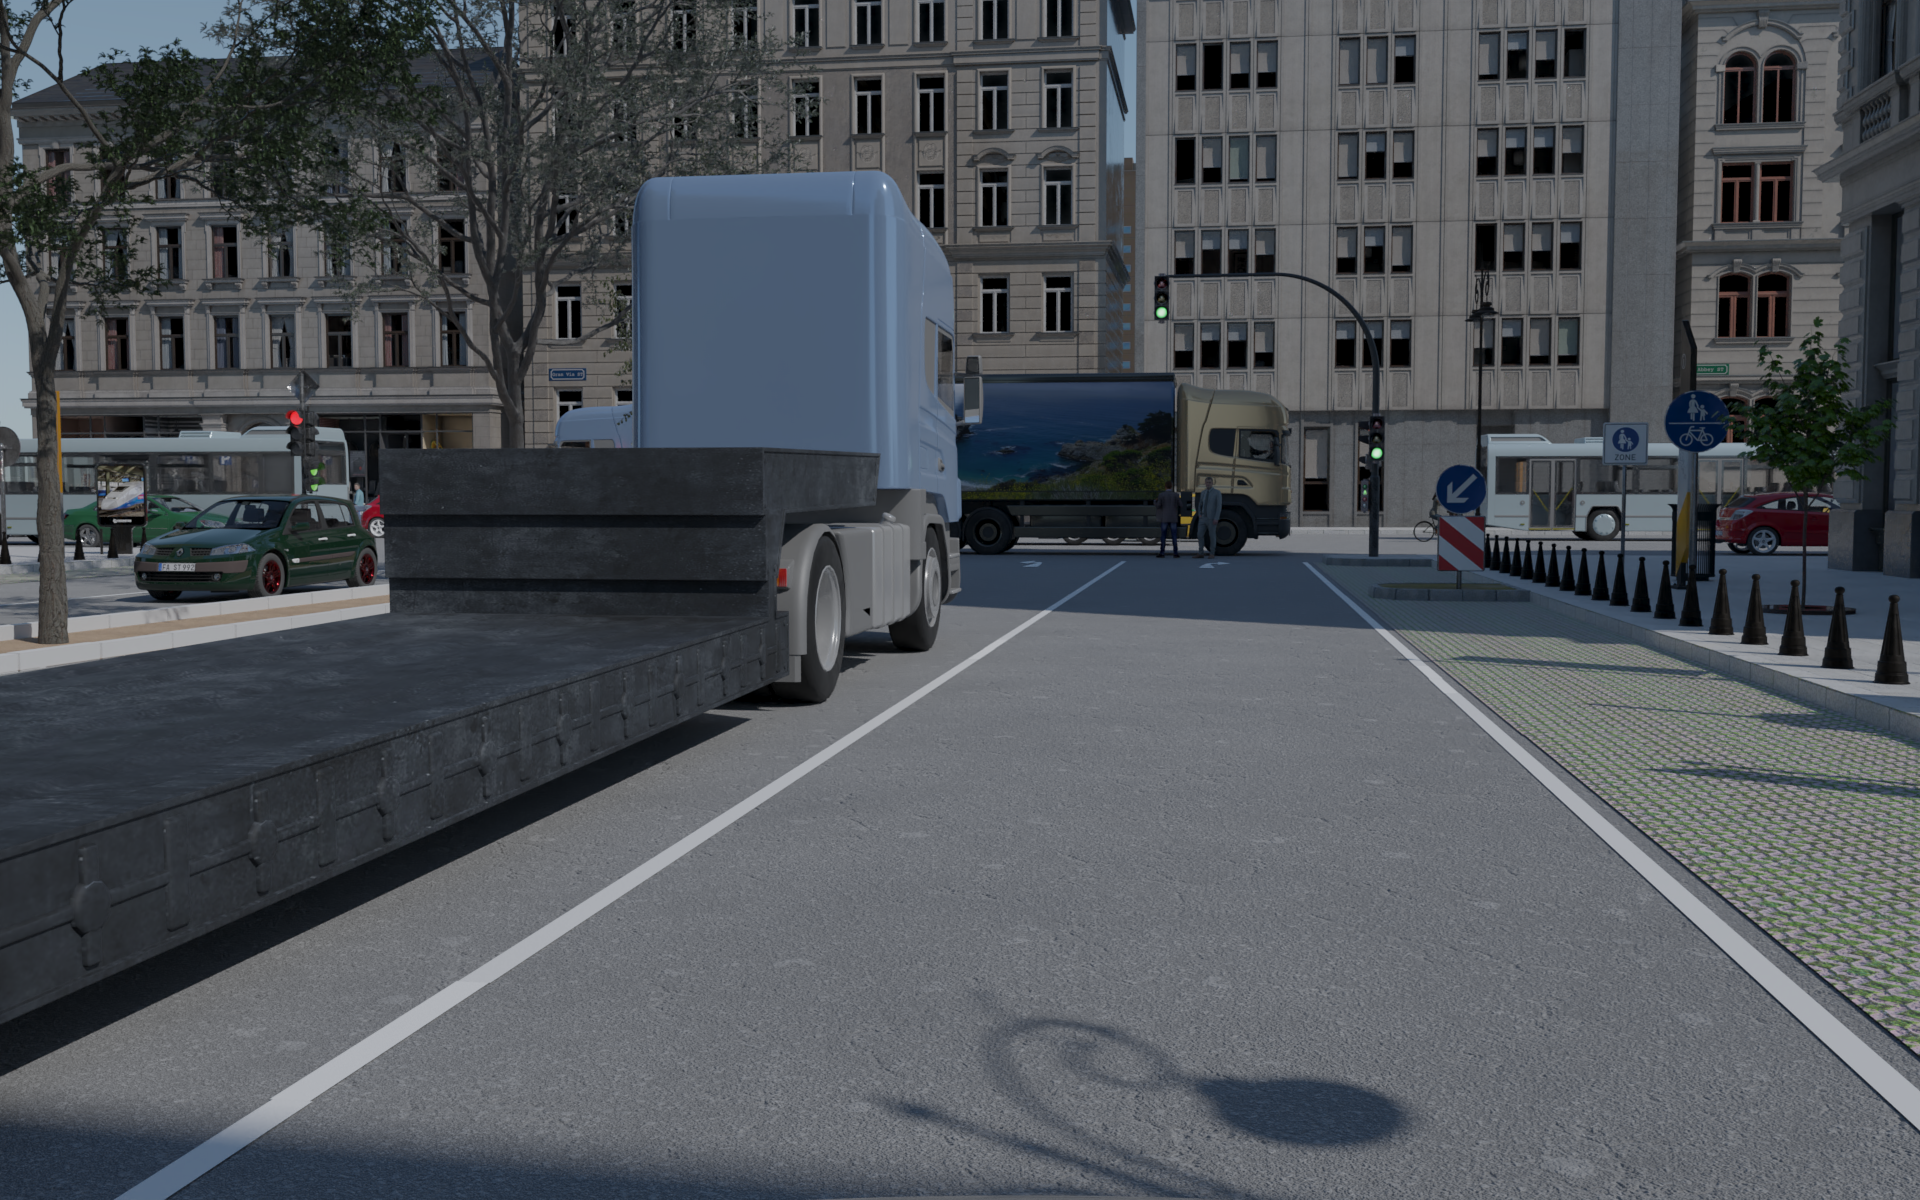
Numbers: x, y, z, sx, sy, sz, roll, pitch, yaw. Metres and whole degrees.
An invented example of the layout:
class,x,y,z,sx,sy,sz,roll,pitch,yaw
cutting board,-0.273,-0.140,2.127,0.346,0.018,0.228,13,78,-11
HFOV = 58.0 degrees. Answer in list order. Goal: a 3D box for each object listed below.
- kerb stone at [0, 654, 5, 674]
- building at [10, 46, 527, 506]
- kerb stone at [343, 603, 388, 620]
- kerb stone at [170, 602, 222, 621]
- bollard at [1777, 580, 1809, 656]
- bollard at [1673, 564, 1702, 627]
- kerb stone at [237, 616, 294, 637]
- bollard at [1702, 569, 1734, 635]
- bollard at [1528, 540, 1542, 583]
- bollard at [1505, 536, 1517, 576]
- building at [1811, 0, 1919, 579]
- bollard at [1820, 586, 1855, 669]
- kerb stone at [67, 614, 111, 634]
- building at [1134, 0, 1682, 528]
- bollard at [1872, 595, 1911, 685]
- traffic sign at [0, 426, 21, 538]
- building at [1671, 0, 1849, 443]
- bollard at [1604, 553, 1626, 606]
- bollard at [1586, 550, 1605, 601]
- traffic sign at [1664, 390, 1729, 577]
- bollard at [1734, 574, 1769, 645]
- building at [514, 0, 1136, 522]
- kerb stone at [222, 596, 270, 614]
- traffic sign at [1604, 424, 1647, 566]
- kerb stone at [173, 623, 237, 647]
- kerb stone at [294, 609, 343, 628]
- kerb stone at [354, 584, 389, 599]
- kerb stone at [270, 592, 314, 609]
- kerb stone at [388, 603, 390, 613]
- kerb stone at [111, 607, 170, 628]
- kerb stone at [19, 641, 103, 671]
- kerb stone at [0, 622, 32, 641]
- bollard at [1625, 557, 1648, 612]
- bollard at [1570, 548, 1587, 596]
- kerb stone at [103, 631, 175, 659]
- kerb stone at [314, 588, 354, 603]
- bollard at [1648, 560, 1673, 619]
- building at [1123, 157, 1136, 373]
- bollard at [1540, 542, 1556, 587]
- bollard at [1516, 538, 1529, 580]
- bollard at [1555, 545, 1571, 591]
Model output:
class,x,y,z,sx,sy,sz,roll,pitch,yaw
kerb stone,-7.733,0.537,13.481,0.120,0.150,1.000,1,4,9
building,-38.434,-13.952,79.027,40.483,20.767,10.553,1,4,9
kerb stone,-6.793,0.160,19.574,0.120,0.150,1.000,1,4,9
kerb stone,-8.865,0.138,19.932,0.120,0.150,1.000,1,4,9
bollard,6.637,0.138,13.780,0.229,0.601,0.229,0,3,0
bollard,7.107,-0.048,16.825,0.229,0.601,0.229,0,3,0
kerb stone,-7.098,0.284,17.546,0.120,0.150,1.000,1,4,9
bollard,6.956,0.014,15.810,0.229,0.601,0.229,0,3,0
bollard,8.376,-0.548,25.000,0.229,0.601,0.229,0,3,0
bollard,8.692,-0.672,27.029,0.229,0.601,0.229,0,3,0
building,18.292,-11.649,19.337,11.050,23.489,19.941,1,4,9
bollard,6.477,0.200,12.766,0.229,0.601,0.229,0,3,0
kerb stone,-9.175,0.265,17.904,0.120,0.150,1.000,1,4,9
building,17.502,-15.484,71.182,19.932,24.808,12.078,1,4,9
bollard,6.319,0.264,11.732,0.229,0.601,0.229,0,3,0
traffic sign,-18.012,-1.987,32.594,0.768,2.556,0.104,1,4,13
building,39.557,-17.266,69.687,23.554,28.519,14.401,1,4,9
bollard,7.581,-0.236,19.897,0.229,0.601,0.229,0,3,0
bollard,7.743,-0.298,20.911,0.229,0.601,0.229,0,3,0
traffic sign,9.045,-1.299,21.342,0.768,2.556,0.104,1,4,9
bollard,6.793,0.076,14.795,0.229,0.601,0.229,0,3,0
building,-5.333,-16.996,75.155,25.104,27.353,12.463,1,4,9
kerb stone,-8.701,0.077,20.947,0.120,0.150,1.000,1,4,9
traffic sign,9.505,-1.387,24.802,0.606,2.300,0.079,1,4,14
kerb stone,-7.263,0.346,16.533,0.120,0.150,1.000,1,4,9
kerb stone,-6.946,0.228,18.560,0.120,0.150,1.000,1,4,9
kerb stone,-8.224,-0.110,24.002,0.120,0.150,1.000,1,4,9
kerb stone,-8.547,0.014,21.968,0.120,0.150,1.000,1,4,9
kerb stone,-6.640,0.098,20.591,0.120,0.150,1.000,1,4,9
kerb stone,-9.015,0.203,18.917,0.120,0.150,1.000,1,4,9
kerb stone,-7.576,0.471,14.497,0.120,0.150,1.000,1,4,9
kerb stone,-9.333,0.328,16.881,0.120,0.150,1.000,1,4,9
bollard,7.424,-0.173,18.865,0.229,0.601,0.229,0,3,0
bollard,7.897,-0.360,21.927,0.229,0.601,0.229,0,3,0
kerb stone,-7.418,0.414,15.519,0.120,0.150,1.000,1,4,9
kerb stone,-8.383,-0.048,22.986,0.120,0.150,1.000,1,4,9
bollard,7.270,-0.111,17.849,0.229,0.601,0.229,0,3,0
building,25.372,-35.647,232.943,14.200,45.320,14.600,1,4,9
bollard,8.210,-0.484,23.957,0.229,0.601,0.229,0,3,0
bollard,8.532,-0.610,26.015,0.229,0.601,0.229,0,3,0
bollard,8.057,-0.422,22.942,0.229,0.601,0.229,0,3,0
